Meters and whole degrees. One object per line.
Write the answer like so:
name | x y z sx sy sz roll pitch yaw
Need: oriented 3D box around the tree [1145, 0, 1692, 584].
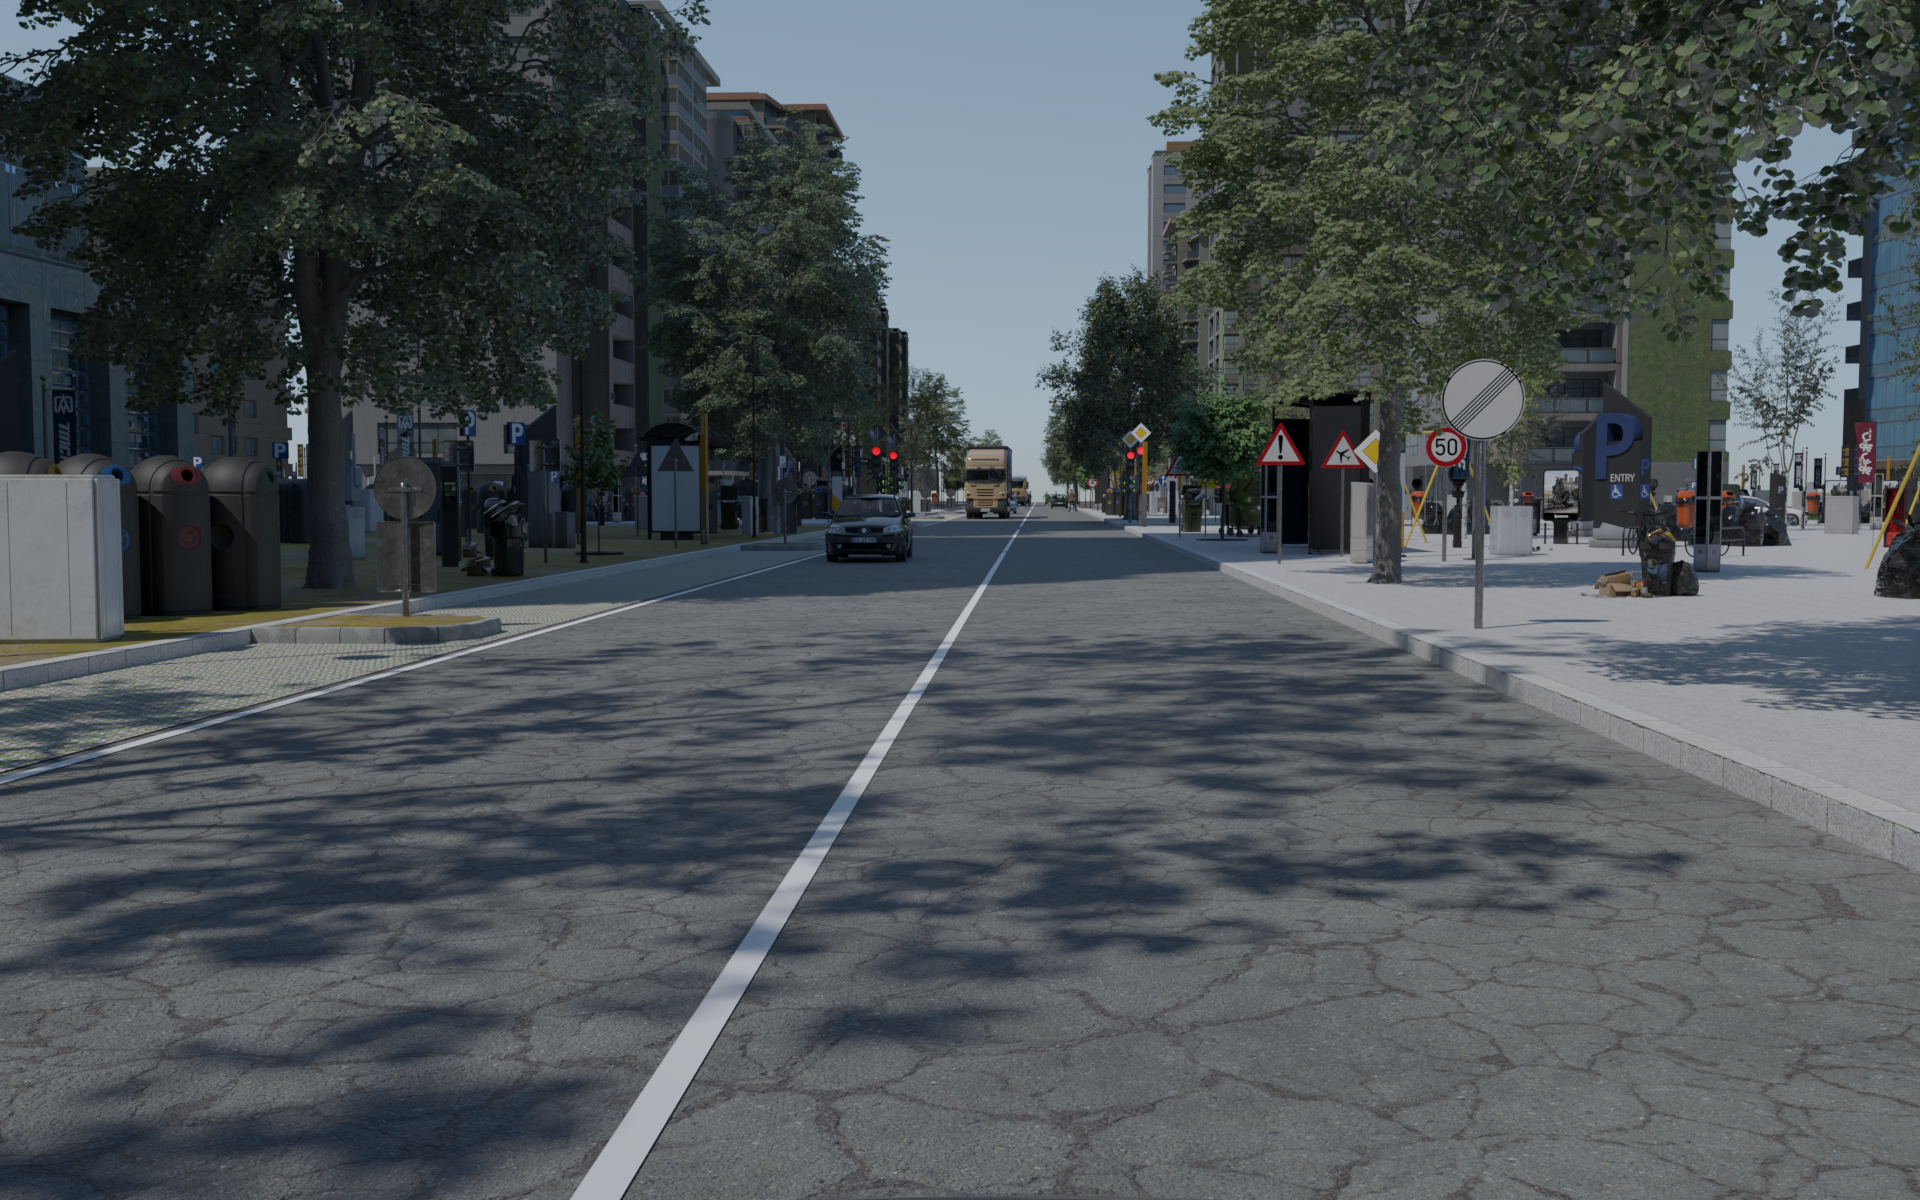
tree | 6.362 -6.537 25.008 7.486 12.596 7.792 0 3 0

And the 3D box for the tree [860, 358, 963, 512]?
tree | -3.575 -11.341 119.830 8.767 10.594 7.601 2 4 34

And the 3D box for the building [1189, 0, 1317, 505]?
building | 37.888 -46.605 200.244 20.563 71.187 20.611 0 4 3

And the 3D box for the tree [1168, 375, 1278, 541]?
tree | 7.234 -3.925 47.884 4.285 4.588 4.351 0 3 0

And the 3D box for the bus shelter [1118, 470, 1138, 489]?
bus shelter | 13.689 -9.911 139.680 2.179 5.291 8.768 0 4 3

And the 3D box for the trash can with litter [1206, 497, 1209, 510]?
trash can with litter | 19.910 -7.824 139.309 1.055 1.170 0.624 -2 4 -28

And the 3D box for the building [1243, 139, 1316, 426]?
building | 31.666 -22.729 143.315 14.160 30.474 14.107 0 4 3

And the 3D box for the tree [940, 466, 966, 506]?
tree | -0.567 -12.106 181.639 4.285 4.588 4.351 0 3 0

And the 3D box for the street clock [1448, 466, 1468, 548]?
street clock | 11.855 -2.242 41.235 0.471 2.002 0.358 0 4 6

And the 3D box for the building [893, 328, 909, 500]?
building | -16.246 -32.067 295.989 14.160 30.474 14.107 0 4 3

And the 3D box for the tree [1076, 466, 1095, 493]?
tree | 11.996 -10.634 157.585 4.285 4.588 4.351 0 3 0

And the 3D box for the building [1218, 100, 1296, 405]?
building | 34.317 -30.562 183.276 14.154 41.232 14.086 0 4 3

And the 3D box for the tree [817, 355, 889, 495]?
tree | -5.373 -8.341 86.742 4.737 8.622 4.395 0 3 0

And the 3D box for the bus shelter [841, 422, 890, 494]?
bus shelter | -5.365 -7.421 98.972 2.179 5.291 8.768 0 4 3

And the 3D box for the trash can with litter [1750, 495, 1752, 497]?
trash can with litter | 40.849 -4.812 89.733 1.678 1.210 2.233 2 4 28

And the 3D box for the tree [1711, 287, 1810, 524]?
tree | 28.408 -6.685 59.667 4.360 8.622 3.978 0 3 0

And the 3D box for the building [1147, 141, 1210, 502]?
building | 42.341 -46.042 294.790 21.231 58.520 28.212 0 4 3

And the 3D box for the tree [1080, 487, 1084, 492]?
tree | 13.875 -13.892 177.499 4.360 8.622 3.978 0 3 0

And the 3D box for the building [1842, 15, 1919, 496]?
building | 58.817 -27.139 93.838 14.200 45.320 14.600 0 4 3

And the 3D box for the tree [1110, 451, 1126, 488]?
tree | 11.543 -10.881 128.271 4.737 8.622 4.395 0 3 0

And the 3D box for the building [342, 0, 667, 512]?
building | -25.087 -19.945 97.803 14.160 30.474 14.107 0 4 3

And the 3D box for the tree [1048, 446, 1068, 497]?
tree | 18.621 -22.779 298.190 9.928 11.665 9.643 0 3 0

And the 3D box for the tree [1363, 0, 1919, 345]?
tree | 6.125 -6.279 9.319 9.857 13.997 8.962 0 3 0

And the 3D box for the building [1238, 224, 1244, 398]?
building | 34.131 -24.332 169.527 14.160 30.474 14.107 0 4 3

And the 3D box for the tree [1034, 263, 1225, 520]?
tree | 8.534 -10.363 86.444 9.611 12.733 9.660 0 3 0

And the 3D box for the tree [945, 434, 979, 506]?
tree | -0.032 -14.455 186.698 4.737 8.622 4.395 0 3 0

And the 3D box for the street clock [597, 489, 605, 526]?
street clock | -14.536 -4.017 70.241 0.358 2.002 0.471 -2 4 -24

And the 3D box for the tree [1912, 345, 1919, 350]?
tree | 31.879 -8.077 50.194 7.486 12.596 7.792 0 3 0

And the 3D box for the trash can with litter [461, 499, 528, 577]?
trash can with litter | -7.295 -0.959 27.064 1.055 1.170 0.624 1 4 13

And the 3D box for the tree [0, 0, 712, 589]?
tree | -8.563 -7.143 23.437 9.857 13.997 8.962 0 3 0

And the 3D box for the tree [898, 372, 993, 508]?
tree | -2.466 -14.896 161.682 7.486 12.596 7.792 0 3 0

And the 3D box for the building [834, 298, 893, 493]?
building | -18.110 -29.743 258.005 14.160 30.474 14.107 0 4 3

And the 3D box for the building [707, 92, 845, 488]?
building | -24.587 -32.835 191.470 22.147 44.769 28.867 0 4 3

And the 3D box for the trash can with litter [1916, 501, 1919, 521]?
trash can with litter | 18.419 -1.300 32.313 2.233 1.210 1.678 -1 4 -23

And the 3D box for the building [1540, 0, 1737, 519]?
building | 32.255 -25.073 93.540 14.086 41.232 14.154 0 4 3

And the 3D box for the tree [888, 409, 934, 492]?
tree | -3.527 -11.388 136.558 4.360 8.622 3.978 0 3 0

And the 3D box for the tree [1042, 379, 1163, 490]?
tree | 10.710 -11.399 120.793 7.601 10.594 8.767 2 4 24

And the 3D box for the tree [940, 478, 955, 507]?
tree | -1.121 -11.161 177.081 1.663 3.219 1.824 0 3 0

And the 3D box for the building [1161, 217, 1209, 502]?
building | 42.456 -37.430 266.608 22.147 44.769 28.867 0 4 3

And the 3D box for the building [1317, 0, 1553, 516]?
building | 31.730 -26.747 120.904 14.154 41.232 14.086 0 4 3

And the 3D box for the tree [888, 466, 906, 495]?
tree | -4.387 -6.882 107.115 1.663 3.219 1.824 0 3 0

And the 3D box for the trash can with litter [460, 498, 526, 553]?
trash can with litter | -10.640 -1.633 37.757 2.233 1.210 1.678 0 4 -6

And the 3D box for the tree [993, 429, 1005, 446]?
tree | 5.221 -23.411 300.890 7.486 12.596 7.792 0 3 0

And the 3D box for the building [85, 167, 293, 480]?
building | -61.606 -16.037 107.245 28.899 21.520 27.650 0 4 3

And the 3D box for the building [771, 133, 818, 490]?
building | -30.328 -28.937 165.006 32.217 40.220 23.993 0 4 3

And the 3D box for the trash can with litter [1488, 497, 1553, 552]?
trash can with litter | 12.605 -1.727 39.288 1.678 1.210 2.233 1 4 10

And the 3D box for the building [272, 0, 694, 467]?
building | -32.726 -27.018 133.618 32.217 40.220 23.993 0 4 3

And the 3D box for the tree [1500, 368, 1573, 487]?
tree | 27.310 -8.194 84.333 4.360 8.622 3.978 0 3 0

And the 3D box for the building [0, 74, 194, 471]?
building | -41.118 -44.721 43.855 31.000 86.520 22.319 0 4 3

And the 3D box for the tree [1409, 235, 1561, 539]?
tree | 14.425 -6.030 48.955 4.737 8.622 4.395 0 3 0

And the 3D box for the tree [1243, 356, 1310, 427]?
tree | 16.459 -8.534 89.894 4.737 8.622 4.395 0 3 0

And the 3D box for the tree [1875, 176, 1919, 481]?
tree | 21.606 -5.319 37.332 4.360 8.622 3.978 0 3 0

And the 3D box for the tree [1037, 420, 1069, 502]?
tree | 17.705 -22.843 283.852 12.009 13.543 11.850 0 3 0

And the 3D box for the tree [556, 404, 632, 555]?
tree | -7.593 -2.580 36.789 1.663 3.219 1.824 0 3 0

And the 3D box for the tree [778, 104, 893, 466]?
tree | -6.659 -9.281 58.398 9.857 13.997 8.962 0 3 0

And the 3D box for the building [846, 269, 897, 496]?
building | -26.074 -35.794 277.114 32.217 40.220 23.993 0 4 3
